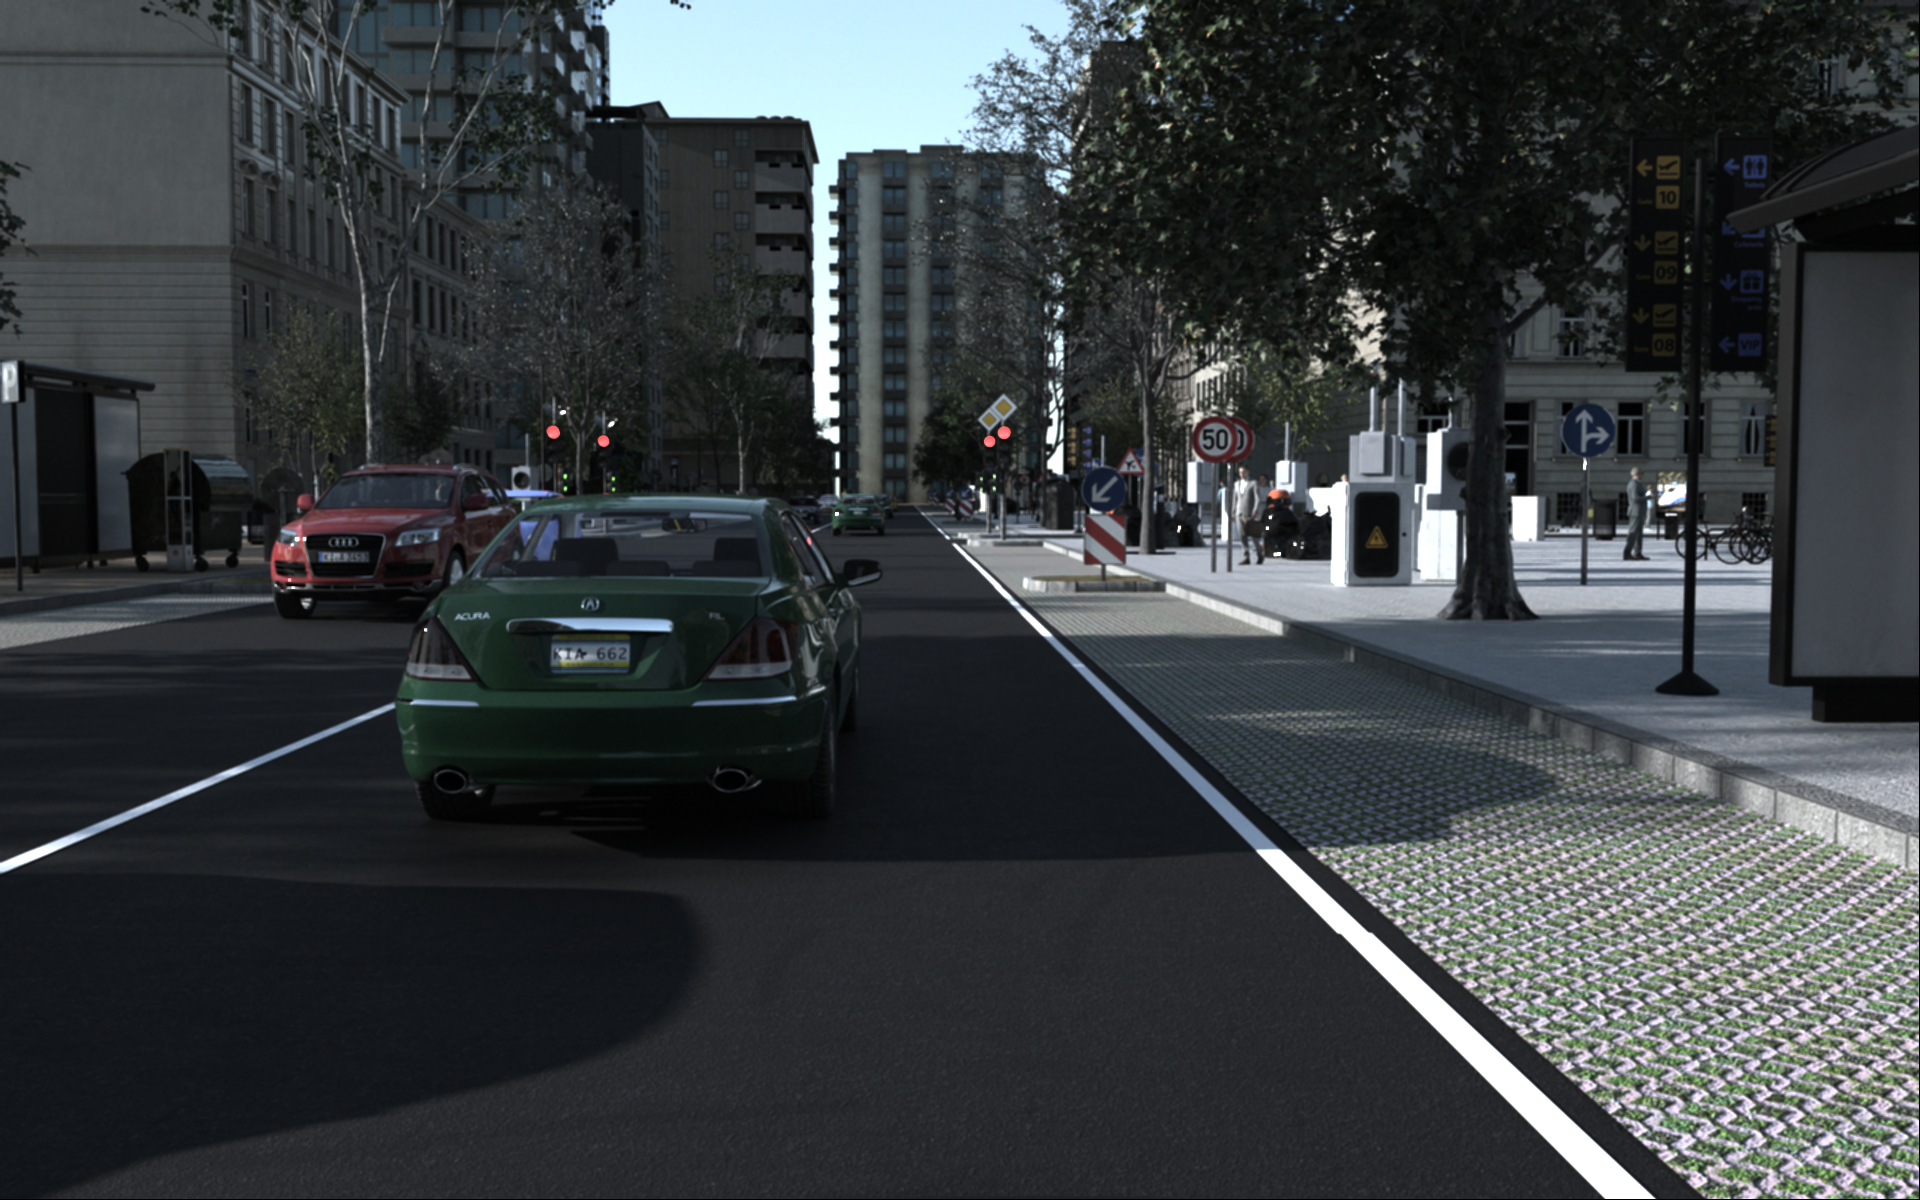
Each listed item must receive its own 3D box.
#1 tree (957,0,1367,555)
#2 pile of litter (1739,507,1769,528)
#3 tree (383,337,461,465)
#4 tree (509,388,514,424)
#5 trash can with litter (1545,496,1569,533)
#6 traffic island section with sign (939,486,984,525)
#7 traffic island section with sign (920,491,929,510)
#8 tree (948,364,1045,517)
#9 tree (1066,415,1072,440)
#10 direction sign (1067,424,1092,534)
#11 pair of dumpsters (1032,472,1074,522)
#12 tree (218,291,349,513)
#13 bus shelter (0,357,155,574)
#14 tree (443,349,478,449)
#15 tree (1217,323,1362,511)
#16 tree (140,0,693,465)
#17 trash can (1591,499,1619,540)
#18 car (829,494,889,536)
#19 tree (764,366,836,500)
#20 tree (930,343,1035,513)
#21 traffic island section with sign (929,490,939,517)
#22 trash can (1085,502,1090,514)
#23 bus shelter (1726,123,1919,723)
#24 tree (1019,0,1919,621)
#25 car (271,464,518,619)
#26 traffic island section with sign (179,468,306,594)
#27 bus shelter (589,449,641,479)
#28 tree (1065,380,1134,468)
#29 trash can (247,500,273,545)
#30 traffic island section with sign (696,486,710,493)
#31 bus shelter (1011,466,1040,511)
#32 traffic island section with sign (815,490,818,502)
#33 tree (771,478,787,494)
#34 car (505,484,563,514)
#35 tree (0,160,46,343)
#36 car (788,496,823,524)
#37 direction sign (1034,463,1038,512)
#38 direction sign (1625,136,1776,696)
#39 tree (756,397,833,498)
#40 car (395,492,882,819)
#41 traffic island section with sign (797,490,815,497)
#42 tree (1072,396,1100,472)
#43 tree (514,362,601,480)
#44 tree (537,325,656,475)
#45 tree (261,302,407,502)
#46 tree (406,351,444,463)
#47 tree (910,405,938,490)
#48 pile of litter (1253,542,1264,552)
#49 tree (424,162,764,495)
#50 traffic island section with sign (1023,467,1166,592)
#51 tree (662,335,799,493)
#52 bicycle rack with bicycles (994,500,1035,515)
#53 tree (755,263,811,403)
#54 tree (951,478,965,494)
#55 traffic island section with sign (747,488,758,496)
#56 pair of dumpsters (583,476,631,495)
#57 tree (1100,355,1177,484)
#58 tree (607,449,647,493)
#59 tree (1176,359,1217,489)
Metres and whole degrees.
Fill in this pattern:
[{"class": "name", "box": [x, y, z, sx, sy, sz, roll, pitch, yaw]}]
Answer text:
[{"class": "tree", "box": [4.033, -7.710, 36.436, 12.009, 13.543, 11.850, 0, 3, 0]}, {"class": "pile of litter", "box": [27.799, -2.851, 60.580, 1.176, 0.858, 1.719, 3, 4, 39]}, {"class": "tree", "box": [-25.310, -8.018, 81.463, 4.360, 8.622, 3.978, 0, 3, 0]}, {"class": "tree", "box": [-24.655, -9.295, 102.331, 4.737, 8.622, 4.395, 0, 3, 0]}, {"class": "trash can with litter", "box": [19.740, -2.912, 58.675, 1.678, 1.210, 2.233, 1, 4, 22]}, {"class": "traffic island section with sign", "box": [0.137, -4.481, 81.889, 1.989, 1.847, 2.006, 0, 4, -2]}, {"class": "traffic island section with sign", "box": [-2.385, -9.144, 158.136, 1.989, 1.847, 2.006, 0, 4, -2]}, {"class": "tree", "box": [2.350, -9.014, 97.747, 4.360, 8.622, 3.978, 0, 3, 0]}, {"class": "tree", "box": [9.816, -10.679, 124.961, 4.737, 8.622, 4.395, 0, 3, 0]}, {"class": "direction sign", "box": [3.873, -3.928, 56.215, 0.876, 3.537, 0.379, 2, 4, 27]}, {"class": "pair of dumpsters", "box": [4.189, -4.594, 77.604, 1.574, 2.255, 4.437, 0, 4, -2]}, {"class": "tree", "box": [-24.035, -6.850, 62.358, 4.360, 8.622, 3.978, 0, 3, 0]}, {"class": "bus shelter", "box": [-15.667, -3.040, 27.338, 2.179, 5.291, 8.768, 0, 4, -2]}, {"class": "tree", "box": [-26.484, -8.365, 87.132, 4.737, 8.622, 4.395, 0, 3, 0]}, {"class": "tree", "box": [12.431, -6.929, 63.656, 4.737, 8.622, 4.395, 0, 3, 0]}, {"class": "tree", "box": [-12.000, -11.133, 37.913, 12.611, 20.169, 13.585, 0, 3, 0]}, {"class": "trash can", "box": [18.030, -2.250, 48.443, 0.748, 1.137, 0.748, 0, 3, 0]}, {"class": "car", "box": [-3.553, -3.006, 60.940, 2.131, 1.459, 4.920, 0, 4, -3]}, {"class": "tree", "box": [-16.992, -15.535, 164.367, 12.009, 13.543, 11.850, 0, 3, 0]}, {"class": "tree", "box": [1.862, -11.761, 118.052, 9.928, 11.665, 9.643, 0, 3, 0]}, {"class": "traffic island section with sign", "box": [-0.760, -6.129, 108.829, 1.989, 1.847, 2.006, 0, 4, -2]}, {"class": "trash can", "box": [5.842, -3.962, 76.430, 0.748, 1.137, 0.748, 0, 3, 0]}, {"class": "bus shelter", "box": [5.454, -0.811, 7.186, 2.014, 3.302, 5.546, 0, 4, -2]}, {"class": "tree", "box": [5.353, -6.153, 17.607, 9.611, 12.733, 9.660, 0, 3, 0]}, {"class": "car", "box": [-6.875, -0.793, 21.634, 2.281, 1.827, 5.304, 0, 4, -2]}, {"class": "traffic island section with sign", "box": [-10.142, -1.037, 25.580, 1.989, 1.847, 2.006, 0, 4, -2]}, {"class": "bus shelter", "box": [-18.132, -6.124, 91.404, 1.731, 3.624, 6.357, 0, 4, -2]}, {"class": "tree", "box": [8.572, -9.539, 106.332, 4.360, 8.622, 3.978, 0, 3, 0]}, {"class": "trash can", "box": [-17.755, -1.975, 43.939, 0.748, 1.137, 0.748, 0, 3, 0]}, {"class": "traffic island section with sign", "box": [-11.951, -4.404, 80.632, 1.989, 1.847, 2.006, 0, 4, -2]}, {"class": "bus shelter", "box": [4.760, -8.297, 129.578, 2.014, 3.302, 5.546, 0, 4, -2]}, {"class": "traffic island section with sign", "box": [-15.405, -10.775, 184.797, 1.989, 1.847, 2.006, 0, 4, -2]}, {"class": "tree", "box": [-17.963, -10.845, 171.914, 1.663, 3.219, 1.824, 0, 3, 0]}, {"class": "car", "box": [-7.723, -1.274, 30.415, 1.945, 1.707, 3.694, 0, 4, -2]}, {"class": "tree", "box": [-12.049, -5.870, 12.990, 9.611, 12.733, 9.660, 0, 3, 0]}, {"class": "car", "box": [-7.581, -4.331, 83.398, 1.945, 1.354, 3.894, 0, 4, -3]}, {"class": "direction sign", "box": [5.526, -8.154, 125.311, 0.379, 3.537, 0.876, 1, 4, 20]}, {"class": "direction sign", "box": [4.697, -1.167, 11.078, 0.876, 3.537, 0.379, 0, 4, 2]}, {"class": "tree", "box": [-19.177, -17.249, 199.027, 9.611, 12.733, 9.660, 0, 3, 0]}, {"class": "car", "box": [-1.488, 0.166, 9.083, 2.131, 1.459, 4.920, 0, 4, -1]}, {"class": "traffic island section with sign", "box": [-14.505, -9.127, 157.857, 1.989, 1.847, 2.006, 0, 4, -2]}, {"class": "tree", "box": [9.504, -9.163, 100.179, 4.737, 8.622, 4.395, 0, 3, 0]}, {"class": "tree", "box": [-22.120, -8.887, 95.671, 4.737, 8.622, 4.395, 0, 3, 0]}, {"class": "tree", "box": [-24.242, -12.082, 115.666, 7.486, 12.596, 7.792, 0, 3, 0]}, {"class": "tree", "box": [-24.897, -7.168, 67.561, 4.737, 8.622, 4.395, 0, 3, 0]}, {"class": "tree", "box": [-25.261, -7.529, 73.466, 4.737, 8.622, 4.395, 0, 3, 0]}, {"class": "tree", "box": [1.088, -14.101, 147.559, 9.611, 12.733, 9.660, 0, 3, 0]}, {"class": "pile of litter", "box": [7.145, -1.499, 38.473, 1.176, 0.858, 1.719, 0, 4, -6]}, {"class": "tree", "box": [-14.132, -9.405, 64.135, 12.009, 13.543, 11.850, 0, 3, 0]}, {"class": "traffic island section with sign", "box": [1.977, -1.066, 26.059, 1.989, 1.847, 2.006, 0, 4, -2]}, {"class": "tree", "box": [-16.094, -11.537, 114.383, 9.928, 11.665, 9.643, 0, 3, 0]}, {"class": "bicycle rack with bicycles", "box": [3.362, -5.592, 104.815, 2.852, 0.926, 2.925, 0, 4, -7]}, {"class": "tree", "box": [-17.300, -16.656, 128.214, 12.611, 20.169, 13.585, 0, 3, 0]}, {"class": "tree", "box": [-0.115, -10.637, 168.523, 1.663, 3.219, 1.824, 0, 3, 0]}, {"class": "traffic island section with sign", "box": [-12.837, -6.052, 107.585, 1.989, 1.847, 2.006, 0, 4, -2]}, {"class": "pair of dumpsters", "box": [-15.996, -4.644, 78.416, 1.574, 2.255, 4.437, 0, 4, -2]}, {"class": "tree", "box": [10.232, -8.484, 89.081, 4.737, 8.622, 4.395, 0, 3, 0]}, {"class": "tree", "box": [-14.274, -4.888, 74.521, 1.663, 3.219, 1.824, 0, 3, 0]}, {"class": "tree", "box": [12.504, -7.804, 77.962, 4.737, 8.622, 4.395, 0, 3, 0]}]
